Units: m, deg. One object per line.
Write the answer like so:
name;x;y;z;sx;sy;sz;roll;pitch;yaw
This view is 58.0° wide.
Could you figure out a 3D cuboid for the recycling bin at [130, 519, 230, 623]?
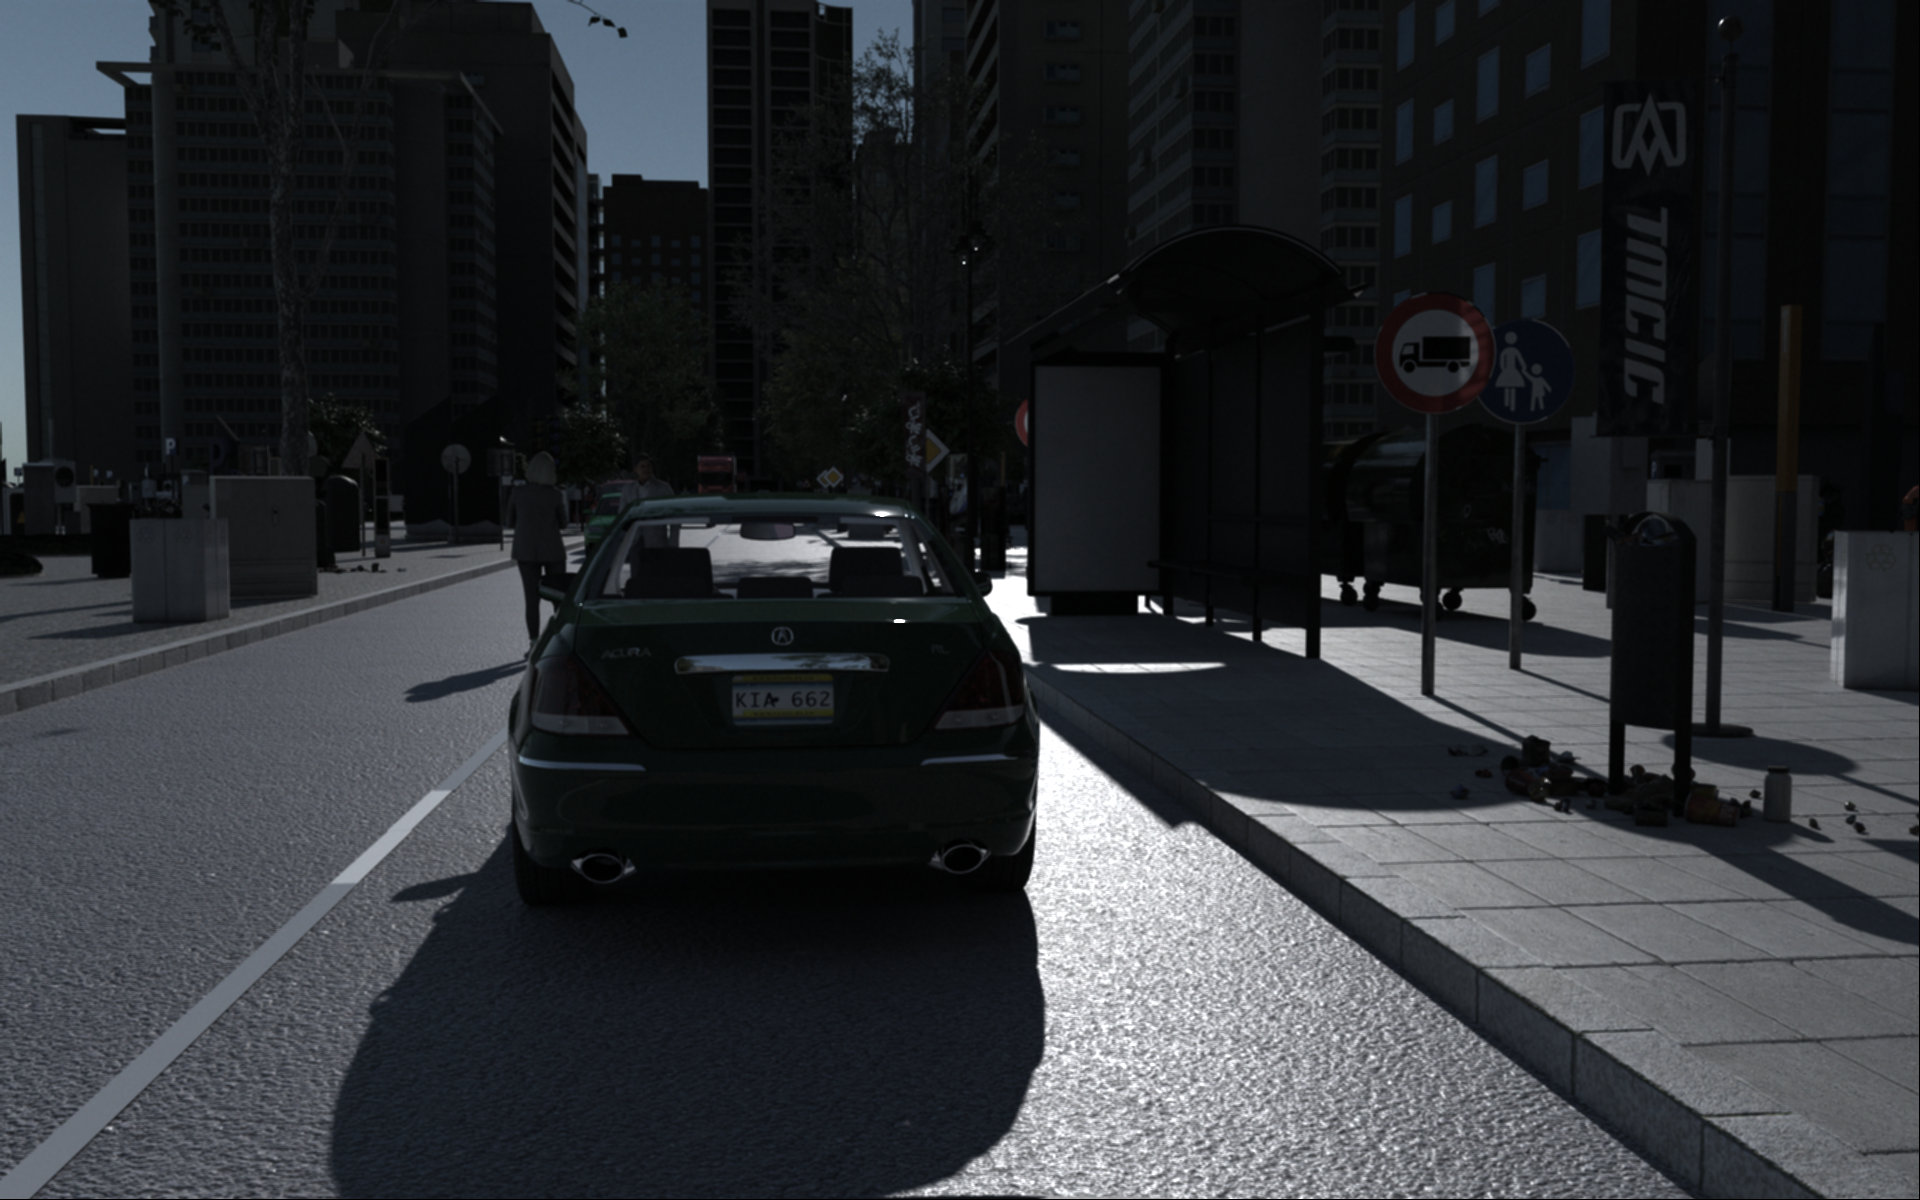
recycling bin;-7.919;-0.309;17.602;0.722;1.027;0.722;0;4;-2

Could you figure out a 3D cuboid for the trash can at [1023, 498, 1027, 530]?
trash can;2.502;-2.855;58.337;0.748;1.137;0.748;0;3;0

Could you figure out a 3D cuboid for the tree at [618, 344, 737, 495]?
tree;-21.681;-13.106;131.294;9.611;12.733;9.660;0;3;0

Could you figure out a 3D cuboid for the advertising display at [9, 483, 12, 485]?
advertising display;-54.689;-5.772;99.593;0.123;1.923;0.974;-3;5;-44

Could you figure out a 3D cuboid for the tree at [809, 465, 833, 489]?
tree;-7.892;-6.376;98.841;1.663;3.219;1.824;0;3;0

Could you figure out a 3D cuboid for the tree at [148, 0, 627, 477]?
tree;-9.653;-10.232;23.180;12.611;20.169;13.585;0;3;0

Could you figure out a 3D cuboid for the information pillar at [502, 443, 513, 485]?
information pillar;-20.865;-5.418;79.936;0.504;3.616;0.183;-2;4;-35

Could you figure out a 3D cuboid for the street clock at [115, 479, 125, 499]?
street clock;-40.131;-4.786;82.821;0.471;2.002;0.358;2;4;34

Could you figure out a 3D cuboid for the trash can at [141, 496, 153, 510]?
trash can;-52.358;-6.116;111.658;0.748;1.137;0.748;0;3;0

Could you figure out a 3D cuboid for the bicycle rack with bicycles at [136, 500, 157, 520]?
bicycle rack with bicycles;-40.704;-4.398;85.291;2.925;0.926;2.852;-1;4;-21

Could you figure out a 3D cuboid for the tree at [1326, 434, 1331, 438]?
tree;11.861;-3.739;55.733;1.663;3.219;1.824;0;3;0

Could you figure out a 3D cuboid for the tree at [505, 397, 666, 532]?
tree;-12.965;-4.604;58.982;4.285;4.588;4.351;0;3;0

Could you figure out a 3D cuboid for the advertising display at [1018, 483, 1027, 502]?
advertising display;3.827;-5.803;100.087;0.974;1.923;0.123;-1;4;-21

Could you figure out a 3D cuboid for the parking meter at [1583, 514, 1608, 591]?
parking meter;8.523;-0.899;23.114;0.372;1.533;0.369;0;3;0

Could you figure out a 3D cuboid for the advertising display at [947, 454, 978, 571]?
advertising display;0.039;-1.394;28.003;0.123;1.923;0.974;-2;4;-24

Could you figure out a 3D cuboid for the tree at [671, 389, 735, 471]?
tree;-25.239;-15.139;165.644;7.486;12.596;7.792;0;3;0

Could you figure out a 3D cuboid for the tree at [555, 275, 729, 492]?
tree;-15.461;-9.616;82.982;9.928;11.665;9.643;0;3;0

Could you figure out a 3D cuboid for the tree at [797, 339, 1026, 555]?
tree;-0.426;-3.242;36.725;4.285;4.588;4.351;0;3;0

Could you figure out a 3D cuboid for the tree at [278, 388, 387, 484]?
tree;-19.492;-4.282;53.731;4.285;4.588;4.351;0;3;0

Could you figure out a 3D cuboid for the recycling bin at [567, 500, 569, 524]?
recycling bin;-17.010;-3.706;73.154;0.722;1.027;0.722;2;4;24

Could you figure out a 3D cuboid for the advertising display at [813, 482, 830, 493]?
advertising display;-7.372;-5.332;92.399;0.974;1.923;0.123;2;4;26

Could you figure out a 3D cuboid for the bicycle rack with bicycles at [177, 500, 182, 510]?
bicycle rack with bicycles;-47.026;-5.468;102.784;2.852;0.926;2.925;-3;5;-43

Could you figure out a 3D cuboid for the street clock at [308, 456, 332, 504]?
street clock;-12.245;-1.743;33.071;0.471;2.002;0.358;0;4;4

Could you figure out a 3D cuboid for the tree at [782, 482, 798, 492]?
tree;-16.849;-13.891;177.472;4.360;8.622;3.978;0;3;0

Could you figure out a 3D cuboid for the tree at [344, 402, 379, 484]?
tree;-47.790;-11.428;137.215;4.737;8.622;4.395;0;3;0

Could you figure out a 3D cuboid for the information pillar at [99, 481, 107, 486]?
information pillar;-47.835;-5.640;96.701;0.304;2.012;0.304;-1;4;-11

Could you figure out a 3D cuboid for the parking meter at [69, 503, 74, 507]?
parking meter;-59.918;-6.803;116.944;0.399;1.863;0.255;0;4;5

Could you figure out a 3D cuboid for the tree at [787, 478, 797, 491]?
tree;-14.112;-10.407;153.874;4.285;4.588;4.351;0;3;0

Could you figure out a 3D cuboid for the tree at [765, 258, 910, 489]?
tree;-5.244;-10.082;82.964;7.486;12.596;7.792;0;3;0

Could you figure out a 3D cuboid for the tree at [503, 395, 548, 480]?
tree;-32.420;-10.915;128.822;4.360;8.622;3.978;0;3;0

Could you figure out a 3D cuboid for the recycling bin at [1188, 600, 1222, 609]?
recycling bin;3.084;-0.440;19.754;0.722;1.027;0.722;-2;4;-27

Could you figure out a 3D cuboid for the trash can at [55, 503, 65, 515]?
trash can;-62.281;-6.577;119.194;0.748;1.137;0.748;0;3;0

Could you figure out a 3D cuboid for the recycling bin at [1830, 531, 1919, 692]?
recycling bin;6.275;0.060;11.575;0.722;1.027;0.722;1;4;19

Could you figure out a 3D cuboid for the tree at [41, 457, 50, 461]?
tree;-42.613;-5.318;81.554;1.663;3.219;1.824;0;3;0

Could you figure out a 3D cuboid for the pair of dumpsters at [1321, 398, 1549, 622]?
pair of dumpsters;4.945;-1.033;19.378;1.574;2.255;4.437;0;4;-6

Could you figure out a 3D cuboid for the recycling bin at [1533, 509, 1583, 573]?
recycling bin;9.796;-0.979;28.563;0.722;1.027;0.722;0;4;-1

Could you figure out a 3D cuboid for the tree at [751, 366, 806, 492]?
tree;-14.670;-15.675;162.935;9.857;13.997;8.962;0;3;0

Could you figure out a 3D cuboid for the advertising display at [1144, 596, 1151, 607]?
advertising display;1.715;-0.889;19.752;0.974;1.923;0.123;0;4;5

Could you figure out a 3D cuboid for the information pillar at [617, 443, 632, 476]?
information pillar;-14.713;-5.146;75.496;0.504;3.616;0.183;-2;4;-34

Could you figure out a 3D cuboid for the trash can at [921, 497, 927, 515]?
trash can;-1.554;-4.173;79.874;0.748;1.137;0.748;0;3;0

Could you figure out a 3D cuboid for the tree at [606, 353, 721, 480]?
tree;-18.628;-10.611;107.906;8.767;10.594;7.601;1;4;11

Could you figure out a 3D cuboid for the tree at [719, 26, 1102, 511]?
tree;-1.195;-8.266;45.514;12.009;13.543;11.850;0;3;0

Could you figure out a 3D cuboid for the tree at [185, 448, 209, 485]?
tree;-53.357;-8.522;123.051;4.285;4.588;4.351;0;3;0

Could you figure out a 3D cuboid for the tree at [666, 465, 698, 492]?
tree;-24.380;-10.338;152.743;4.285;4.588;4.351;0;3;0

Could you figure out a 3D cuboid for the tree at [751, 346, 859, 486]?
tree;-10.816;-13.005;129.641;9.611;12.733;9.660;0;3;0

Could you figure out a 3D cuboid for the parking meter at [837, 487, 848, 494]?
parking meter;-3.986;-3.076;58.704;0.372;1.533;0.369;0;3;0

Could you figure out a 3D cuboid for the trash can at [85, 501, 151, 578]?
trash can;-13.022;-0.915;26.621;0.748;1.137;0.748;0;3;0

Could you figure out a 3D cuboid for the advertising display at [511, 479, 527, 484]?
advertising display;-19.025;-4.252;74.740;0.123;1.923;0.974;1;4;22
